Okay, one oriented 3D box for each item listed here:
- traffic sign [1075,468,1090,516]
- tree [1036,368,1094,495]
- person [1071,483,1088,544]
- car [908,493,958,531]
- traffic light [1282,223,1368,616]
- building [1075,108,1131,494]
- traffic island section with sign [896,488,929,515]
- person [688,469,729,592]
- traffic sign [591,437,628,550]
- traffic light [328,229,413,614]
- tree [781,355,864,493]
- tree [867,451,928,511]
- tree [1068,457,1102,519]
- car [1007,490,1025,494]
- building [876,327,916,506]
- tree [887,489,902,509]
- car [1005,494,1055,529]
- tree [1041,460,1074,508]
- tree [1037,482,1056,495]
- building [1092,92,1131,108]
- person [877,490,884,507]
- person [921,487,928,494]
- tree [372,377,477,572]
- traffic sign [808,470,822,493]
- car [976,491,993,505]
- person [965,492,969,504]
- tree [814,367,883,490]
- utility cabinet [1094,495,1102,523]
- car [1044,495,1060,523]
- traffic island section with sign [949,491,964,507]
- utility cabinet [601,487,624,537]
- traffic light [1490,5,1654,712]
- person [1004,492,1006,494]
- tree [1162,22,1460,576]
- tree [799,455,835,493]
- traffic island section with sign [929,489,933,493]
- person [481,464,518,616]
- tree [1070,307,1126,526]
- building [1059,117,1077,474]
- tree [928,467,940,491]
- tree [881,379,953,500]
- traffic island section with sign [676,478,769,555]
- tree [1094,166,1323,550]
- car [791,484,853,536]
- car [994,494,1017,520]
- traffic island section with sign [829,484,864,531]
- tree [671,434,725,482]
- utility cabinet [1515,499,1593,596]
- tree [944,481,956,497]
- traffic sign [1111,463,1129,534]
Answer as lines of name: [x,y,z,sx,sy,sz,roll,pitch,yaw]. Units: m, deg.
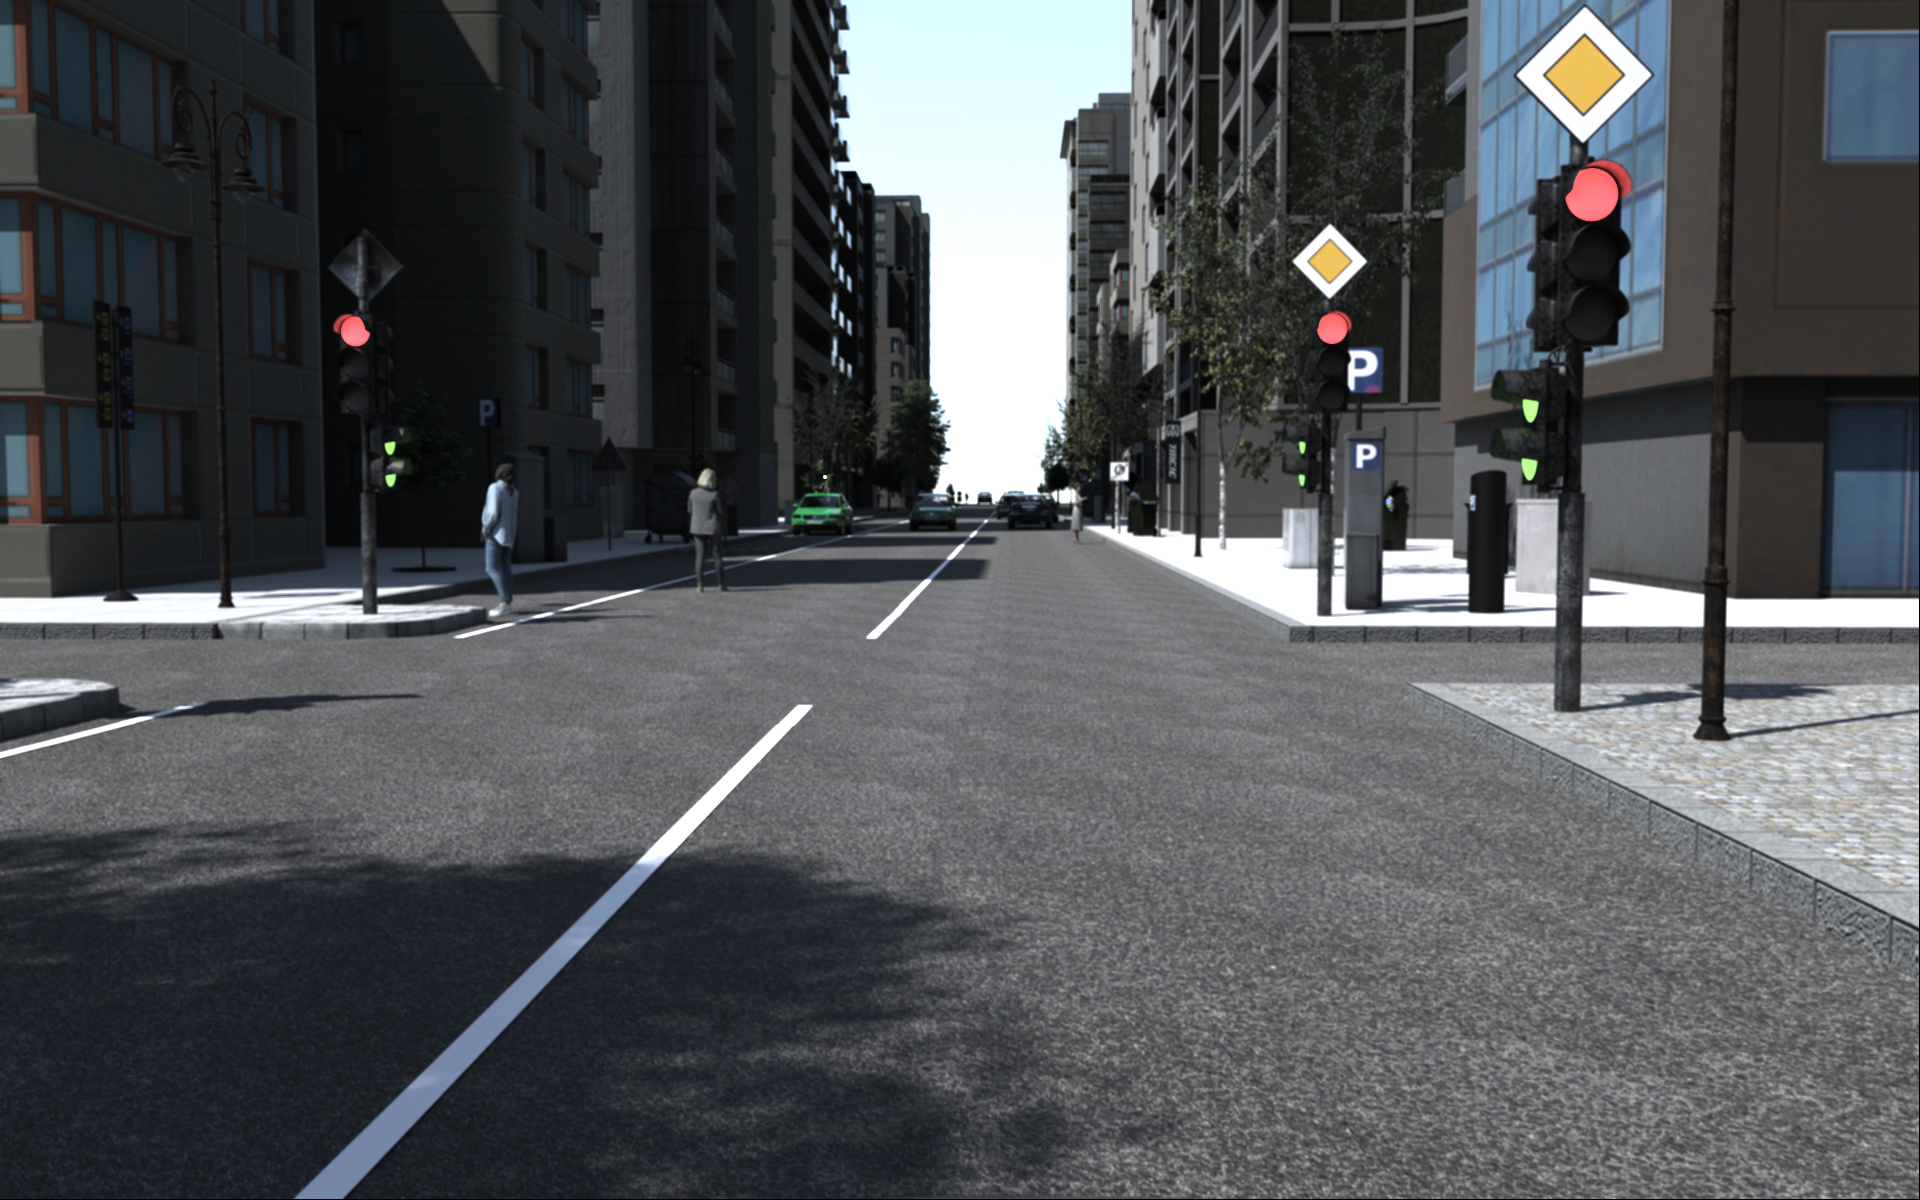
traffic sign: [6.082,-5.256,86.041,0.768,2.556,0.104,0,4,3]
tree: [7.431,-9.160,100.123,4.737,8.622,4.395,0,3,0]
person: [3.467,-2.503,49.987,0.524,1.755,0.480,1,4,17]
car: [-1.064,-3.675,68.882,1.959,1.807,4.718,0,4,1]
traffic light: [3.816,-1.786,18.116,0.839,4.253,0.868,0,4,2]
building: [19.432,-30.771,186.702,14.154,41.232,14.086,0,4,2]
traffic island section with sign: [-3.321,-6.696,118.108,1.989,1.847,2.006,0,4,2]
person: [-3.722,-1.027,25.467,0.537,1.800,0.526,1,4,22]
traffic sign: [-7.998,-2.416,39.512,0.884,2.594,0.081,0,4,6]
traffic light: [-6.291,-1.803,18.406,0.839,4.253,0.868,0,4,2]
tree: [-7.132,-8.586,90.743,4.360,8.622,3.978,0,3,0]
tree: [-5.377,-9.019,131.168,4.285,4.588,4.351,0,3,0]
tree: [6.451,-5.857,90.368,1.663,3.219,1.824,0,3,0]
car: [5.208,-9.381,162.047,2.281,1.827,5.304,0,4,1]
building: [-19.614,-21.415,195.181,27.650,21.520,28.899,0,4,2]
tree: [-5.398,-9.404,148.352,1.663,3.219,1.824,0,3,0]
car: [2.944,-3.726,72.713,2.131,1.459,4.920,0,4,3]
tree: [9.031,-10.791,160.145,4.285,4.588,4.351,0,3,0]
tree: [12.010,-14.701,234.956,1.663,3.219,1.824,0,3,0]
building: [25.490,-36.047,208.980,23.786,49.044,30.456,0,4,2]
person: [-8.250,-10.117,173.548,1.348,1.869,0.705,-1,4,-23]
person: [-1.685,-4.528,82.874,0.623,1.781,0.721,-2,4,-27]
tree: [-9.034,-2.087,28.717,1.663,3.219,1.824,0,3,0]
traffic sign: [-6.287,-4.462,75.088,0.606,2.300,0.079,0,4,4]
car: [3.362,-13.835,234.879,2.281,1.827,5.304,0,4,1]
person: [0.965,-14.064,238.983,0.617,1.759,0.750,-1,4,-16]
tree: [-6.503,-9.074,98.727,4.737,8.622,4.395,0,3,0]
utility cabinet: [6.116,-4.014,76.792,0.306,1.237,1.020,1,4,10]
car: [4.115,-4.673,88.405,2.014,1.417,4.499,0,4,1]
traffic island section with sign: [-0.816,-11.739,200.562,1.989,1.847,2.006,0,4,2]
utility cabinet: [-10.243,-2.587,50.972,0.318,1.500,1.173,-2,4,-30]
traffic light: [3.574,-1.297,10.135,0.839,4.253,0.868,0,4,2]
person: [5.752,-13.013,221.925,0.551,1.740,0.621,-2,4,-26]
tree: [5.606,-4.689,27.035,4.360,8.622,3.978,0,3,0]
tree: [-6.787,-5.508,84.654,1.663,3.219,1.824,0,3,0]
traffic island section with sign: [-2.492,-8.344,145.050,1.989,1.847,2.006,0,4,2]
person: [-5.431,-0.720,20.539,0.793,1.790,0.793,-1,4,-16]
tree: [6.513,-7.256,68.995,4.360,8.622,3.978,0,3,0]
building: [28.281,-39.664,237.739,28.713,52.752,27.495,0,4,2]
tree: [-3.731,-12.675,190.944,4.285,4.588,4.351,0,3,0]
tree: [-4.007,-15.413,170.134,7.486,12.596,7.792,0,3,0]
traffic island section with sign: [-5.630,-2.007,41.436,1.989,1.847,2.006,0,4,2]
tree: [6.272,-5.456,39.560,4.737,8.622,4.395,0,3,0]
car: [-4.807,-3.178,60.748,1.959,1.807,4.718,0,4,3]
car: [2.947,-5.391,97.931,2.009,1.686,4.222,0,4,2]
traffic island section with sign: [-4.825,-3.655,68.380,1.989,1.847,2.006,0,4,2]
tree: [-8.592,-3.759,56.059,1.663,3.219,1.824,0,3,0]
utility cabinet: [7.598,-0.674,22.182,0.306,1.237,1.020,-2,4,-26]
tree: [-1.290,-15.669,250.789,1.663,3.219,1.824,0,3,0]
traffic sign: [5.141,-3.284,55.827,0.606,2.300,0.079,0,4,8]
